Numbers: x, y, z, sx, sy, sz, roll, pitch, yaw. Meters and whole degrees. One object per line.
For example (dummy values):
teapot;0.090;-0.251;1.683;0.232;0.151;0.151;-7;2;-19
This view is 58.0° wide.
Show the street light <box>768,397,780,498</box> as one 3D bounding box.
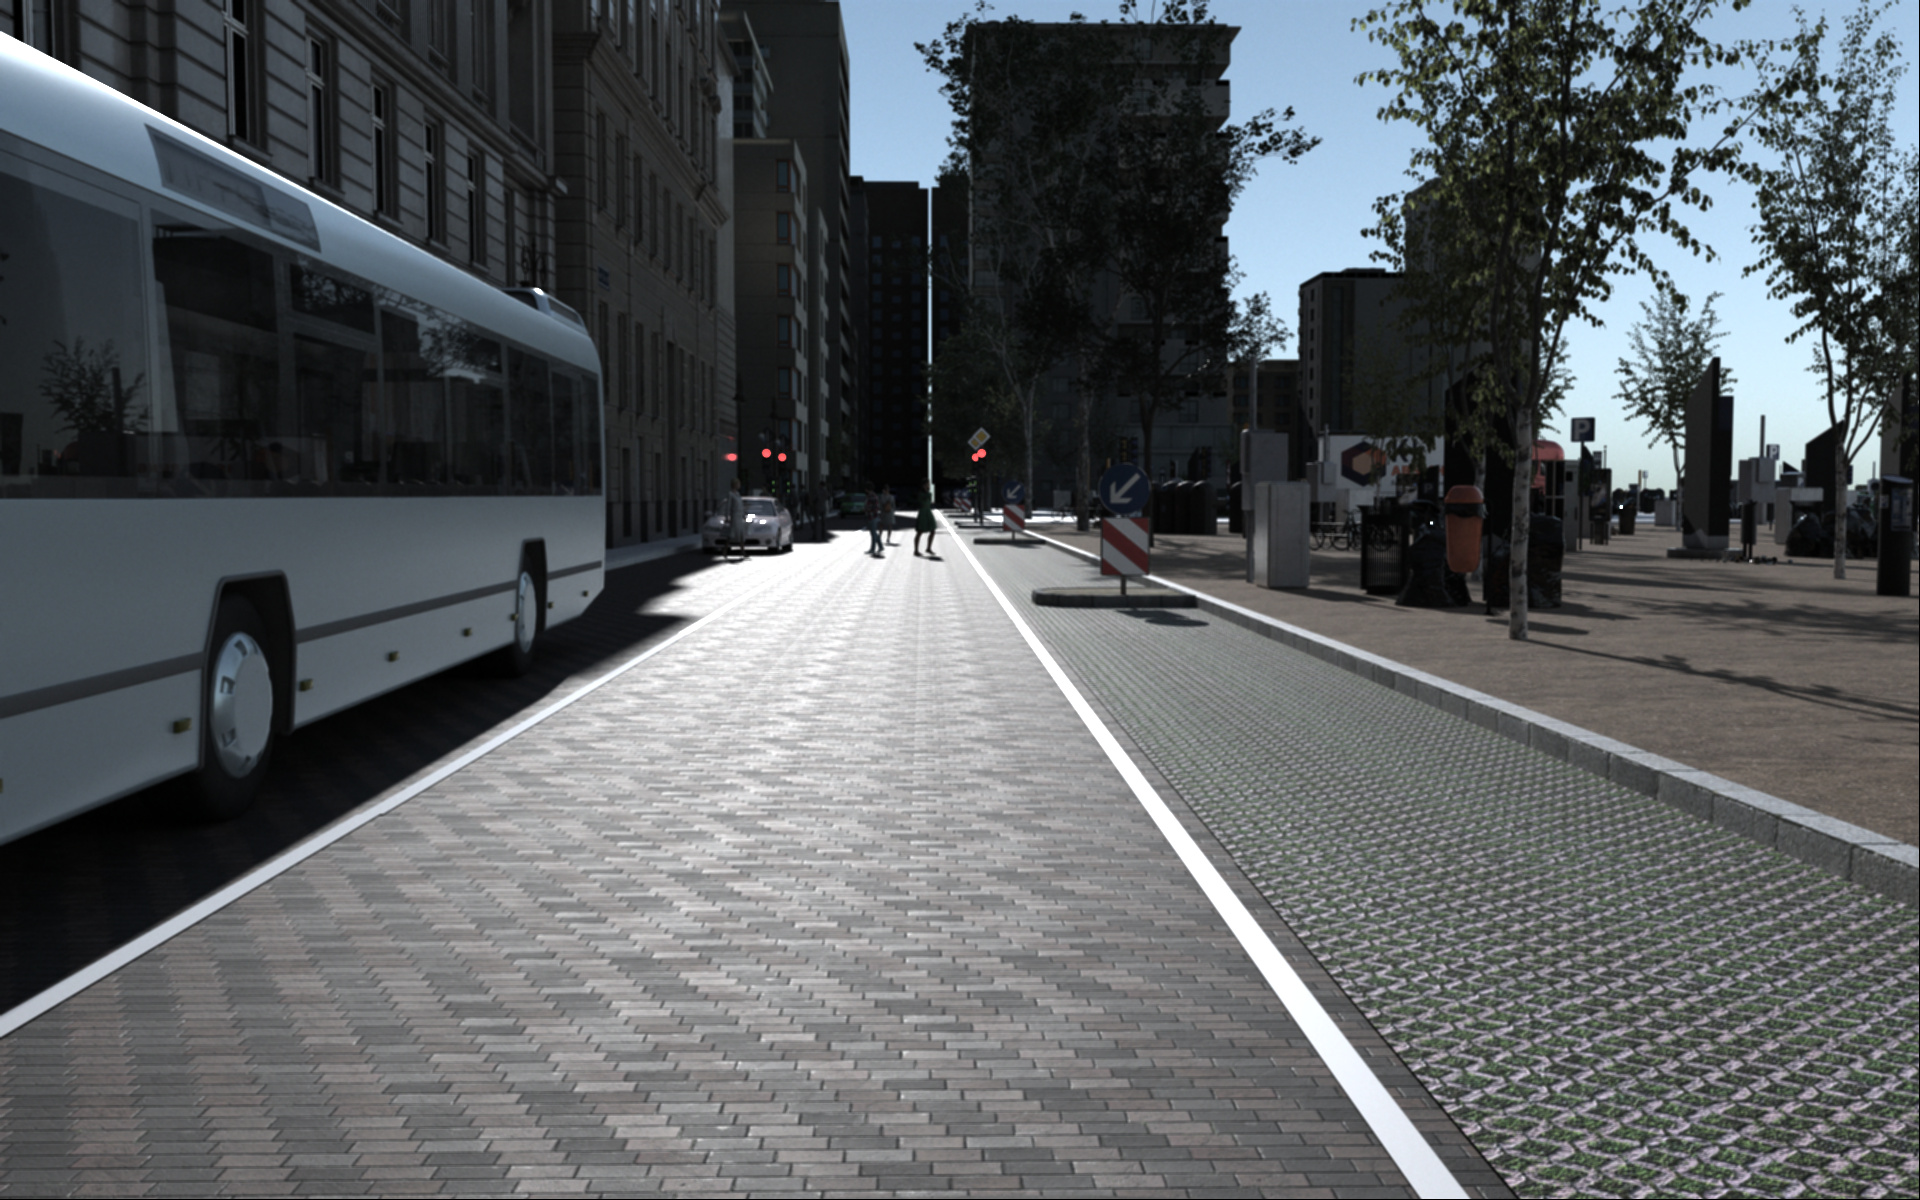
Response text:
street light;-8.645;-6.597;80.646;0.468;5.910;1.993;0;4;-1

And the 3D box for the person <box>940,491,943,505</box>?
person;-2.154;-12.906;219.647;1.348;1.807;0.705;-3;5;-44

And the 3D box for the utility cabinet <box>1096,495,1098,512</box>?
utility cabinet;9.544;-6.720;121.033;1.020;1.237;0.306;-2;4;-35

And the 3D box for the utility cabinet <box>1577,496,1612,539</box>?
utility cabinet;18.312;-2.384;50.139;0.306;1.237;1.020;-3;5;-43

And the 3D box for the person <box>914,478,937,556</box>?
person;-0.819;-1.929;40.290;0.529;1.795;0.600;1;4;15

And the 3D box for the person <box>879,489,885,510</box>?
person;-5.202;-6.685;118.292;0.782;1.767;0.515;2;4;28

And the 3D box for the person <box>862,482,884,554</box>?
person;-2.083;-1.977;41.655;0.643;1.720;0.563;-1;4;-18

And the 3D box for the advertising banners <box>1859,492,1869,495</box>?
advertising banners;49.778;-5.971;93.812;2.074;3.025;0.090;1;4;18

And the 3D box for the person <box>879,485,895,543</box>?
person;-2.140;-2.518;50.680;0.512;1.701;0.522;-1;4;-14

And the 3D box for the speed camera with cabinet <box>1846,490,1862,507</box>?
speed camera with cabinet;37.028;-4.852;73.659;2.038;3.252;0.660;0;4;1

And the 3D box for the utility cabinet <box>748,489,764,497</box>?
utility cabinet;-9.477;-4.388;80.424;0.318;1.500;1.173;1;4;19

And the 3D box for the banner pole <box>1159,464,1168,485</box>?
banner pole;16.877;-9.359;143.036;0.863;3.779;0.401;1;4;15

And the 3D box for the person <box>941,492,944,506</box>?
person;-1.985;-11.372;195.364;0.436;1.711;0.756;0;4;6

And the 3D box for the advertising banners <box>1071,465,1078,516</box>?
advertising banners;6.762;-6.408;100.966;0.090;3.025;2.074;1;4;12

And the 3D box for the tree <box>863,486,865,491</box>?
tree;-12.381;-13.094;208.682;1.663;3.219;1.824;0;3;0

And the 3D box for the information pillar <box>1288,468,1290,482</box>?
information pillar;26.994;-9.244;142.501;0.183;3.616;0.504;-1;4;-22

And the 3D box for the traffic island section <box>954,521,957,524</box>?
traffic island section;0.753;-3.568;80.620;2.009;0.180;2.903;0;4;-1

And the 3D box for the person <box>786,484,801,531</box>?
person;-6.508;-3.614;67.684;0.679;1.850;0.850;3;5;43

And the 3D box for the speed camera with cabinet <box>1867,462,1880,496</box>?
speed camera with cabinet;54.935;-6.797;105.471;2.038;3.252;0.660;1;4;13

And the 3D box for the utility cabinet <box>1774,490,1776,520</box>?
utility cabinet;40.515;-4.731;86.038;1.173;1.500;0.318;2;4;30

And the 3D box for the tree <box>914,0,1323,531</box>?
tree;5.170;-12.387;58.416;12.611;20.169;13.585;0;3;0

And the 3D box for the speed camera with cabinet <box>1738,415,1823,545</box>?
speed camera with cabinet;20.762;-3.026;43.806;2.038;3.252;0.660;-1;4;-11

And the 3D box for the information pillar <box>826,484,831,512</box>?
information pillar;-9.432;-7.311;124.023;0.304;2.012;0.304;-1;4;-17

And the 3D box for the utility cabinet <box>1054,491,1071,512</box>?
utility cabinet;7.109;-6.841;120.525;1.173;1.500;0.318;0;4;5

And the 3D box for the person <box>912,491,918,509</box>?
person;-4.206;-9.446;163.765;0.721;1.723;1.217;2;4;33

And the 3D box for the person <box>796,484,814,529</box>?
person;-6.354;-3.804;70.656;0.622;1.834;0.822;-3;4;-38

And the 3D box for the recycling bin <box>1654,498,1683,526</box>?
recycling bin;28.217;-3.459;69.111;0.722;1.027;0.722;-3;5;-44

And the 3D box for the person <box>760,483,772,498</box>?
person;-6.512;-2.956;57.169;0.599;1.781;0.374;1;4;22

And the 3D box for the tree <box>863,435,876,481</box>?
tree;-12.513;-16.215;215.479;4.360;8.622;3.978;0;3;0

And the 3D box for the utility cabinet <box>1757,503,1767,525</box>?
utility cabinet;33.459;-3.776;72.905;0.306;1.237;1.020;-2;4;-23

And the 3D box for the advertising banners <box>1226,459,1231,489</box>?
advertising banners;13.576;-5.462;85.498;0.090;3.025;2.074;-1;4;-16

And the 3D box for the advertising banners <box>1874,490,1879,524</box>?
advertising banners;32.538;-3.964;61.003;0.090;3.025;2.074;1;4;13

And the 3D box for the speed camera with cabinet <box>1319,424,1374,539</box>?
speed camera with cabinet;10.888;-3.379;49.581;2.038;3.252;0.660;-2;4;-27

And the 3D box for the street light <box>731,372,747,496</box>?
street light;-8.351;-5.684;65.721;0.468;5.910;1.993;0;4;-1

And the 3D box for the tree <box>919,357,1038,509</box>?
tree;1.603;-14.691;150.563;12.009;13.543;11.850;0;3;0

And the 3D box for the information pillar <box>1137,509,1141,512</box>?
information pillar;12.763;-7.288;123.658;0.304;2.012;0.304;1;4;17

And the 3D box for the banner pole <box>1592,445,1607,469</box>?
banner pole;32.962;-6.066;89.199;0.863;3.779;0.401;0;4;1

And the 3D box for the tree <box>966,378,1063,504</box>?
tree;3.447;-9.777;110.213;4.360;8.622;3.978;0;3;0

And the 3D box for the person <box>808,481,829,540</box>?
person;-4.431;-2.808;54.222;0.655;1.846;0.447;-2;4;-32

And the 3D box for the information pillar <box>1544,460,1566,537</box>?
information pillar;12.722;-1.991;37.047;0.304;2.012;0.304;-1;4;-19

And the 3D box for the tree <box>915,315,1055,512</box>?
tree;1.816;-13.201;122.498;9.857;13.997;8.962;0;3;0

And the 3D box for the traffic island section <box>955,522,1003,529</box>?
traffic island section;0.919;-3.080;72.637;2.009;0.180;2.903;0;4;-1

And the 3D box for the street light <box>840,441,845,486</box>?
street light;-10.035;-10.763;148.762;0.468;5.910;1.993;0;4;-1

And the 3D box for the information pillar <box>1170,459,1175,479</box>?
information pillar;14.227;-7.592;115.481;0.504;3.616;0.183;1;4;13

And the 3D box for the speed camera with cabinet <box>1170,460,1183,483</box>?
speed camera with cabinet;13.433;-6.579;101.906;2.038;3.252;0.660;1;4;17

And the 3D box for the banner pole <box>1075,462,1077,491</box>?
banner pole;9.030;-8.797;133.854;0.401;3.779;0.863;1;4;21

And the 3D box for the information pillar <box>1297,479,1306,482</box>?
information pillar;16.759;-4.925;85.021;0.304;2.012;0.304;-2;4;-34

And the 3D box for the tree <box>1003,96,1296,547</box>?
tree;4.307;-6.564;41.732;7.601;10.594;8.767;-3;4;-36

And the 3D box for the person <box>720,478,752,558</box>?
person;-5.054;-1.839;38.915;0.624;1.780;0.694;3;4;38

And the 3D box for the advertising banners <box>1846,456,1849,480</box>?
advertising banners;41.031;-5.224;81.606;0.090;3.025;2.074;-1;4;-16

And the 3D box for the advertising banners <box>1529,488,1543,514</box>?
advertising banners;36.909;-7.142;112.962;2.074;3.025;0.090;0;4;-7

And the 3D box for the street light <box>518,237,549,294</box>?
street light;-7.676;-3.583;31.364;0.468;5.910;1.993;0;4;-1

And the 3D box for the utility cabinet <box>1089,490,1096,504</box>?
utility cabinet;7.831;-6.010;106.947;1.173;1.500;0.318;3;4;39

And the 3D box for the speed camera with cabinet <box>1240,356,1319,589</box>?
speed camera with cabinet;4.404;-1.828;24.217;0.660;3.252;2.038;0;4;-1
